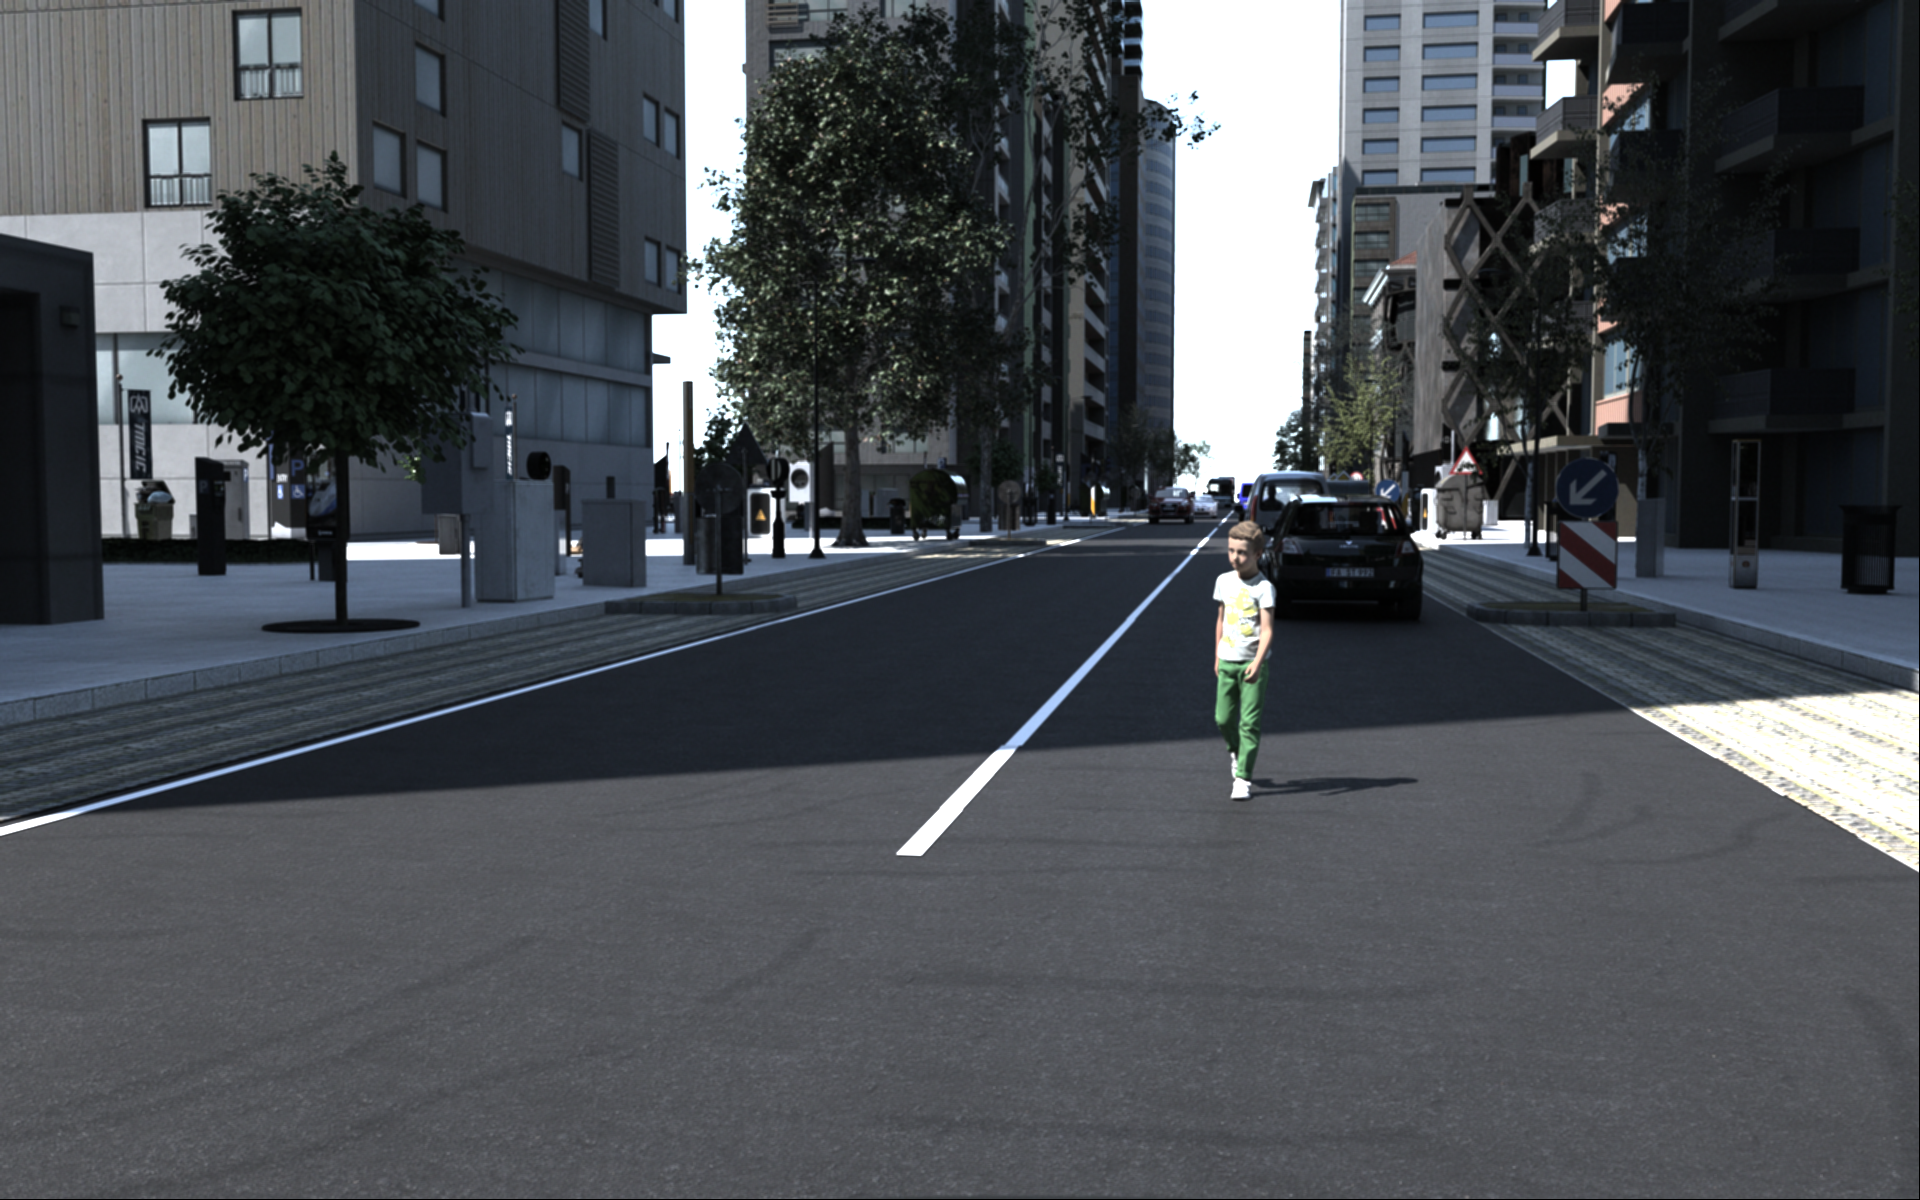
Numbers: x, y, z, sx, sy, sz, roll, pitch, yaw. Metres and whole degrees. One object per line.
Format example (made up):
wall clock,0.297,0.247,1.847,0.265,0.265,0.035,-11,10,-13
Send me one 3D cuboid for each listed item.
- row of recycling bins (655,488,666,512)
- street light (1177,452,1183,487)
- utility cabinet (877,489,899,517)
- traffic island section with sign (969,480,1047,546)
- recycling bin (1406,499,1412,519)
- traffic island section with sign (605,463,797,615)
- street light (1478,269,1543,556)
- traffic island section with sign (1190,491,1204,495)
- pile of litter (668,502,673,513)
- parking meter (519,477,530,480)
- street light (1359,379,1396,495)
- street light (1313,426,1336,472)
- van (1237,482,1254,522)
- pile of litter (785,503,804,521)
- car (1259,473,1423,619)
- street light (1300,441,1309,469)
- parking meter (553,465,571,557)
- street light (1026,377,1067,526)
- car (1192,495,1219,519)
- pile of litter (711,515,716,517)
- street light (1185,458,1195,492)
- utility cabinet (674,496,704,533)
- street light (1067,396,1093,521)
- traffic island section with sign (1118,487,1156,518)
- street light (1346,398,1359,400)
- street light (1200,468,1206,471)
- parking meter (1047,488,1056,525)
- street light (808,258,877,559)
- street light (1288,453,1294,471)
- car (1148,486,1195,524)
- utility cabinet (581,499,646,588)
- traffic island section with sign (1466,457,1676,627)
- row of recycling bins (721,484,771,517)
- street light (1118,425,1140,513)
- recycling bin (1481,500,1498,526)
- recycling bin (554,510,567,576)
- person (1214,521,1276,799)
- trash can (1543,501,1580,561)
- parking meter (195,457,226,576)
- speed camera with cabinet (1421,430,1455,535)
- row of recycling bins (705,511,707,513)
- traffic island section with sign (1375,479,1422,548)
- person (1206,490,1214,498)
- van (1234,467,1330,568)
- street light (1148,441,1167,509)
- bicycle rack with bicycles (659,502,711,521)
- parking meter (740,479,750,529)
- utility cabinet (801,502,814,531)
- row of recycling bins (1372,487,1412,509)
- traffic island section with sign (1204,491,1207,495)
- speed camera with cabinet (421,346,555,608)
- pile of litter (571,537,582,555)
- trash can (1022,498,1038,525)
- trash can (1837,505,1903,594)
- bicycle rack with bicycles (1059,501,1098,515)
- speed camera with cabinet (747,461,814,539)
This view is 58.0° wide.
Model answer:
row of recycling bins,-20.053,-6.266,109.564,1.069,1.692,3.534,3,5,41
street light,23.641,-13.328,190.458,1.470,5.913,1.316,1,4,9
utility cabinet,-2.955,-3.838,71.432,0.318,1.500,1.173,2,4,32
traffic island section with sign,1.372,-2.421,48.209,1.989,1.847,2.006,1,4,9
recycling bin,23.754,-4.773,90.591,0.722,1.027,0.722,2,4,28
traffic island section with sign,-3.093,-0.779,21.364,1.989,1.847,2.006,1,4,9
street light,11.379,-3.870,35.821,1.470,5.913,1.316,1,4,9
traffic island section with sign,27.682,-12.058,205.780,1.989,1.847,2.006,1,4,9
pile of litter,-19.100,-6.144,114.415,1.176,0.858,1.719,-3,4,-38
parking meter,-6.367,-1.064,25.801,0.372,1.533,0.369,0,3,0
street light,17.051,-5.977,70.259,1.470,5.913,1.316,1,4,9
street light,25.016,-8.897,118.002,1.470,5.913,1.316,1,4,9
van,15.674,-5.316,91.298,2.240,2.365,5.245,1,4,10
pile of litter,-7.904,-4.233,83.175,1.176,0.858,1.719,1,4,18
car,4.630,-0.703,21.276,2.009,1.686,4.222,1,4,8
street light,31.835,-11.381,158.616,1.470,5.913,1.316,1,4,9
parking meter,-8.174,-1.826,35.568,0.255,1.863,0.399,0,4,7
street light,3.327,-5.886,68.776,1.470,5.913,1.316,1,4,9
car,14.323,-5.534,102.840,2.083,1.381,4.827,1,4,9
pile of litter,-12.188,-4.638,89.796,1.719,0.858,1.176,2,4,24
street light,31.552,-16.238,238.027,1.470,5.913,1.316,1,4,9
utility cabinet,-8.986,-2.831,57.446,0.306,1.237,1.020,3,5,44
street light,5.582,-6.691,81.943,1.470,5.913,1.316,1,4,9
traffic island section with sign,10.370,-5.712,102.025,1.989,1.847,2.006,1,4,9
street light,19.288,-6.791,83.573,1.470,5.913,1.316,1,4,9
street light,37.514,-18.364,272.786,1.470,5.913,1.316,1,4,9
parking meter,3.808,-3.901,72.186,0.372,1.533,0.369,0,3,0
street light,-2.316,-3.774,34.249,1.470,5.913,1.316,1,4,9
street light,37.747,-13.523,193.634,1.470,5.913,1.316,1,4,9
car,10.363,-4.652,84.740,2.281,1.827,5.304,1,4,10
utility cabinet,-4.816,-0.793,24.121,1.020,1.237,0.306,3,4,36
traffic island section with sign,6.820,-0.669,19.571,1.989,1.847,2.006,1,4,9
row of recycling bins,-8.675,-3.898,70.844,1.069,1.692,3.534,1,4,21
street light,11.374,-8.815,116.664,1.470,5.913,1.316,1,4,9
recycling bin,21.031,-3.472,69.316,0.722,1.027,0.722,-2,4,-31
recycling bin,-6.677,-0.915,27.518,0.722,1.027,0.722,0,4,-3
person,1.367,0.271,8.325,0.306,1.304,0.590,1,4,16
trash can,11.539,-1.315,33.160,0.748,1.137,0.748,0,3,0
parking meter,-11.836,-1.325,27.375,0.399,1.863,0.255,1,4,22
speed camera with cabinet,15.106,-3.683,54.548,0.660,3.252,2.038,0,4,-2
row of recycling bins,-15.310,-6.313,110.333,3.534,1.692,1.069,-3,5,-42
traffic island section with sign,11.330,-2.322,46.587,1.989,1.847,2.006,1,4,9
person,26.082,-10.592,181.642,0.705,1.831,1.348,-3,5,-45
van,6.329,-1.622,33.530,2.013,2.044,4.112,0,4,8
street light,17.905,-11.221,156.006,1.470,5.913,1.316,1,4,9
bicycle rack with bicycles,-12.993,-4.331,84.193,2.925,0.926,2.852,3,5,44
parking meter,-7.828,-3.513,63.154,0.399,1.863,0.255,-1,4,-10
utility cabinet,-5.150,-2.998,60.180,0.306,1.237,1.020,-1,4,-19
row of recycling bins,24.611,-5.709,100.459,3.534,1.692,1.069,-1,4,-13
traffic island section with sign,41.175,-17.003,286.625,1.989,1.847,2.006,1,4,9
speed camera with cabinet,-5.527,-1.591,20.350,0.660,3.252,2.038,1,4,16
pile of litter,-7.902,-1.400,36.850,1.176,0.858,1.719,-3,4,-38
trash can,2.884,-3.657,71.443,0.748,1.137,0.748,0,3,0
trash can,11.707,-0.652,22.316,0.748,1.137,0.748,0,3,0
bicycle rack with bicycles,7.633,-5.776,107.815,2.925,0.926,2.852,0,4,-2
speed camera with cabinet,-5.101,-3.385,49.686,2.038,3.252,0.660,1,4,22
